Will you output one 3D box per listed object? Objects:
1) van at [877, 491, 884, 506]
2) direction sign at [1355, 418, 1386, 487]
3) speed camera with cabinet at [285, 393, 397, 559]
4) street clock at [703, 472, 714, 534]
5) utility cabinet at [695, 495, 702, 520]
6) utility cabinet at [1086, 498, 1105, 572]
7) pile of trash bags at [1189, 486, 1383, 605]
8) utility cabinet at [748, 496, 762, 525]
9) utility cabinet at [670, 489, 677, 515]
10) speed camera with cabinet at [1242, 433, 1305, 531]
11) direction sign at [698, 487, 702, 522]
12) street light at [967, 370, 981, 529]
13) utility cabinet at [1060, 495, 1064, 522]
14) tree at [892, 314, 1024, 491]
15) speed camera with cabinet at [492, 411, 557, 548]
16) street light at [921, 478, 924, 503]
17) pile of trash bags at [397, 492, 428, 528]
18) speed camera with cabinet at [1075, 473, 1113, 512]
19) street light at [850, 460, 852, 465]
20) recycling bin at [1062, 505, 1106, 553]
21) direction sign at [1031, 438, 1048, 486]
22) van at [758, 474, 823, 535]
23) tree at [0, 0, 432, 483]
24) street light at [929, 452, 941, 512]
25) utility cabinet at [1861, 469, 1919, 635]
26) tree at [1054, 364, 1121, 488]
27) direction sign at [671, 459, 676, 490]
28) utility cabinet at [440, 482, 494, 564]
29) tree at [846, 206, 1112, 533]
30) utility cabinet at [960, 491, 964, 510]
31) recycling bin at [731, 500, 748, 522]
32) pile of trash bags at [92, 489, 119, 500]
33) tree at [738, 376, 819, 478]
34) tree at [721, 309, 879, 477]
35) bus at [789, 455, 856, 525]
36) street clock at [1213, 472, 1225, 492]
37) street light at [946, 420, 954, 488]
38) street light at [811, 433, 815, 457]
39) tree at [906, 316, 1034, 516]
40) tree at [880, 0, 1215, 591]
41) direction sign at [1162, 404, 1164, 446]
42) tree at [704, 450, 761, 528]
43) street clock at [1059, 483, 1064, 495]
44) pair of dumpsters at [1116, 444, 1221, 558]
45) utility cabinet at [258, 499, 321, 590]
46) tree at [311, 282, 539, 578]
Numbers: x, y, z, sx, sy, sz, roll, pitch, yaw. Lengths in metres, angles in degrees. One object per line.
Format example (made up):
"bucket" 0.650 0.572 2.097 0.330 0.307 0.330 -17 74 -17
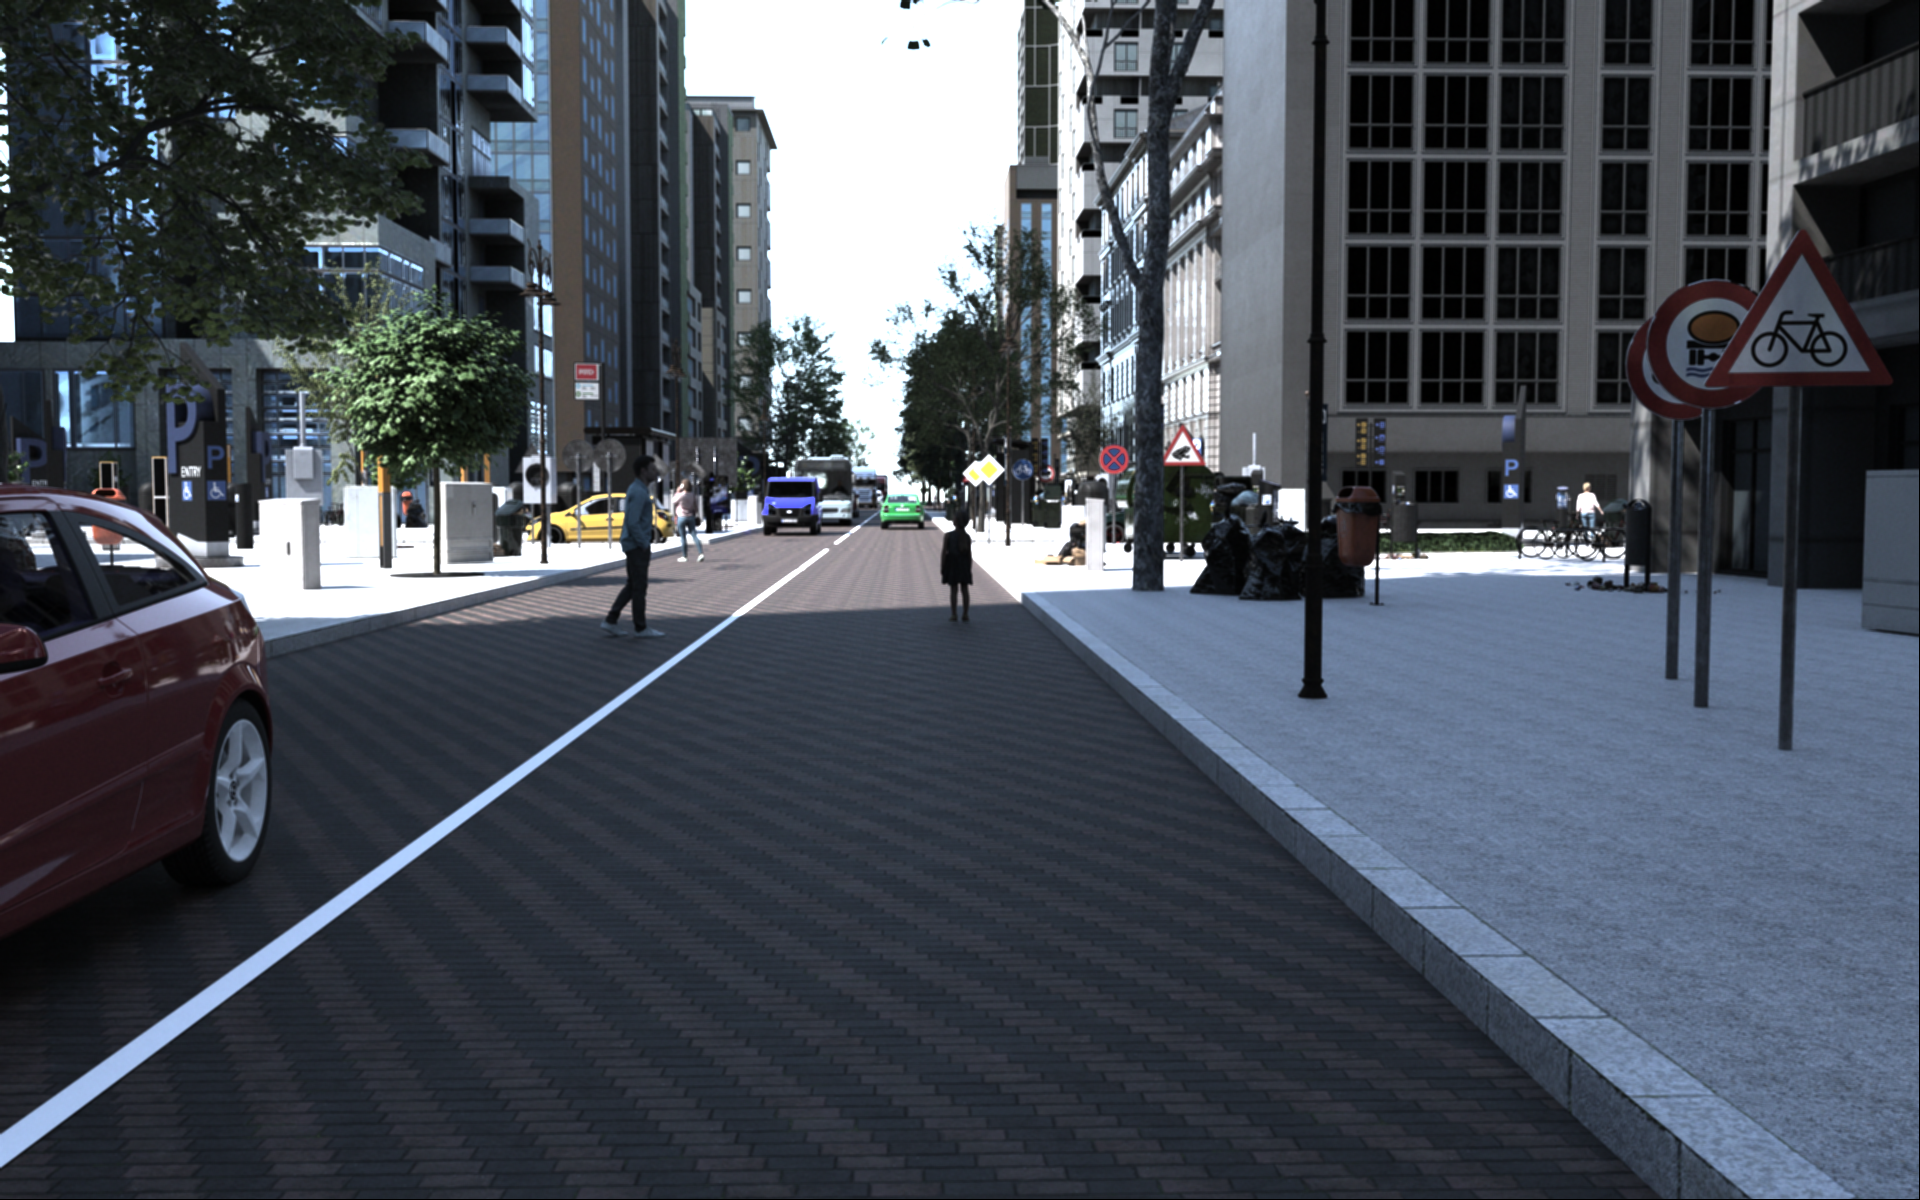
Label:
"van" -10.366 -12.653 213.890 2.013 2.044 4.112 0 4 -2
"direction sign" 12.253 -3.654 51.748 0.876 3.537 0.379 0 4 5
"speed camera with cabinet" -12.242 -2.444 34.290 2.038 3.252 0.660 -1 4 -18
"street clock" -8.125 -3.148 56.046 0.358 2.002 0.471 1 4 11
"utility cabinet" -12.907 -4.550 85.548 0.306 1.237 1.020 -1 4 -16
"utility cabinet" 2.272 -1.096 29.075 0.306 1.237 1.020 0 4 3
"pile of trash bags" 4.235 -0.708 21.330 1.912 1.369 3.447 -1 4 -15
"utility cabinet" -8.608 -3.764 72.698 0.306 1.237 1.020 -2 4 -27
"utility cabinet" -17.377 -5.815 103.753 1.173 1.500 0.318 3 4 37
"speed camera with cabinet" 10.233 -3.790 56.298 2.038 3.252 0.660 0 4 2
"direction sign" -12.170 -5.412 80.478 0.876 3.537 0.379 -3 5 -45
"street light" 0.503 -5.496 62.643 0.468 5.910 1.993 0 4 -2
"utility cabinet" 4.981 -4.207 79.954 1.020 1.237 0.306 -1 4 -22
"tree" -0.195 -12.885 117.319 9.857 13.997 8.962 0 3 0
"speed camera with cabinet" -10.648 -2.860 41.089 2.038 3.252 0.660 0 4 1
"street light" -4.034 -14.018 201.987 0.468 5.910 1.993 0 4 -2
"pile of trash bags" -21.264 -3.450 66.152 1.912 1.369 3.447 -1 4 -13
"speed camera with cabinet" 6.025 -5.123 78.102 2.038 3.252 0.660 3 5 41
"street light" -13.395 -14.594 211.391 0.468 5.910 1.993 0 4 -2
"recycling bin" 2.722 -1.555 37.975 0.722 1.027 0.722 -3 5 -40
"direction sign" 3.233 -4.800 70.485 0.876 3.537 0.379 -3 4 -38
"van" -5.968 -3.518 61.896 2.240 2.365 5.245 0 4 -3
"tree" -8.099 -5.816 13.213 7.486 12.596 7.792 0 3 0
"street light" -2.004 -10.134 138.485 0.468 5.910 1.993 0 4 -2
"utility cabinet" 8.741 -0.433 15.762 0.318 1.500 1.173 0 4 -7
"tree" 7.148 -9.103 99.193 4.360 8.622 3.978 0 3 0
"direction sign" -18.818 -7.392 112.851 0.379 3.537 0.876 3 5 43
"utility cabinet" -9.103 -1.417 31.840 0.318 1.500 1.173 2 4 29
"tree" 0.660 -7.496 56.979 8.767 10.594 7.601 0 4 1
"utility cabinet" 0.000 -6.256 110.957 0.318 1.500 1.173 1 4 15
"recycling bin" -10.114 -4.105 79.676 0.722 1.027 0.722 -1 4 -20
"pile of trash bags" -15.376 -1.124 28.128 3.447 1.369 1.912 -1 4 -17
"tree" -11.441 -9.545 106.417 4.360 8.622 3.978 0 3 0
"tree" -9.719 -10.459 96.758 9.928 11.665 9.643 0 3 0
"bus" -6.344 -5.318 81.809 2.948 3.499 13.247 0 4 -3
"street clock" 8.431 -3.193 56.768 0.471 2.002 0.358 -1 4 -23
"street light" -0.554 -7.438 94.403 0.468 5.910 1.993 0 4 -2
"street light" -10.808 -9.475 127.697 0.468 5.910 1.993 0 4 -2
"tree" 0.459 -10.649 99.864 9.928 11.665 9.643 0 3 0
"tree" 3.564 -10.253 23.527 12.611 20.169 13.585 0 3 0
"direction sign" 4.759 -3.128 43.146 0.876 3.537 0.379 -3 5 -41
"tree" -9.069 -4.590 69.646 1.663 3.219 1.824 0 3 0
"street clock" 6.516 -6.575 112.063 0.358 2.002 0.471 -1 4 -21
"pair of dumpsters" 4.256 -2.028 35.658 1.574 2.255 4.437 0 4 -2
"utility cabinet" -9.071 -0.750 23.431 1.020 1.237 0.306 3 4 36
"tree" -8.268 -2.646 26.979 4.285 4.588 4.351 0 3 0
